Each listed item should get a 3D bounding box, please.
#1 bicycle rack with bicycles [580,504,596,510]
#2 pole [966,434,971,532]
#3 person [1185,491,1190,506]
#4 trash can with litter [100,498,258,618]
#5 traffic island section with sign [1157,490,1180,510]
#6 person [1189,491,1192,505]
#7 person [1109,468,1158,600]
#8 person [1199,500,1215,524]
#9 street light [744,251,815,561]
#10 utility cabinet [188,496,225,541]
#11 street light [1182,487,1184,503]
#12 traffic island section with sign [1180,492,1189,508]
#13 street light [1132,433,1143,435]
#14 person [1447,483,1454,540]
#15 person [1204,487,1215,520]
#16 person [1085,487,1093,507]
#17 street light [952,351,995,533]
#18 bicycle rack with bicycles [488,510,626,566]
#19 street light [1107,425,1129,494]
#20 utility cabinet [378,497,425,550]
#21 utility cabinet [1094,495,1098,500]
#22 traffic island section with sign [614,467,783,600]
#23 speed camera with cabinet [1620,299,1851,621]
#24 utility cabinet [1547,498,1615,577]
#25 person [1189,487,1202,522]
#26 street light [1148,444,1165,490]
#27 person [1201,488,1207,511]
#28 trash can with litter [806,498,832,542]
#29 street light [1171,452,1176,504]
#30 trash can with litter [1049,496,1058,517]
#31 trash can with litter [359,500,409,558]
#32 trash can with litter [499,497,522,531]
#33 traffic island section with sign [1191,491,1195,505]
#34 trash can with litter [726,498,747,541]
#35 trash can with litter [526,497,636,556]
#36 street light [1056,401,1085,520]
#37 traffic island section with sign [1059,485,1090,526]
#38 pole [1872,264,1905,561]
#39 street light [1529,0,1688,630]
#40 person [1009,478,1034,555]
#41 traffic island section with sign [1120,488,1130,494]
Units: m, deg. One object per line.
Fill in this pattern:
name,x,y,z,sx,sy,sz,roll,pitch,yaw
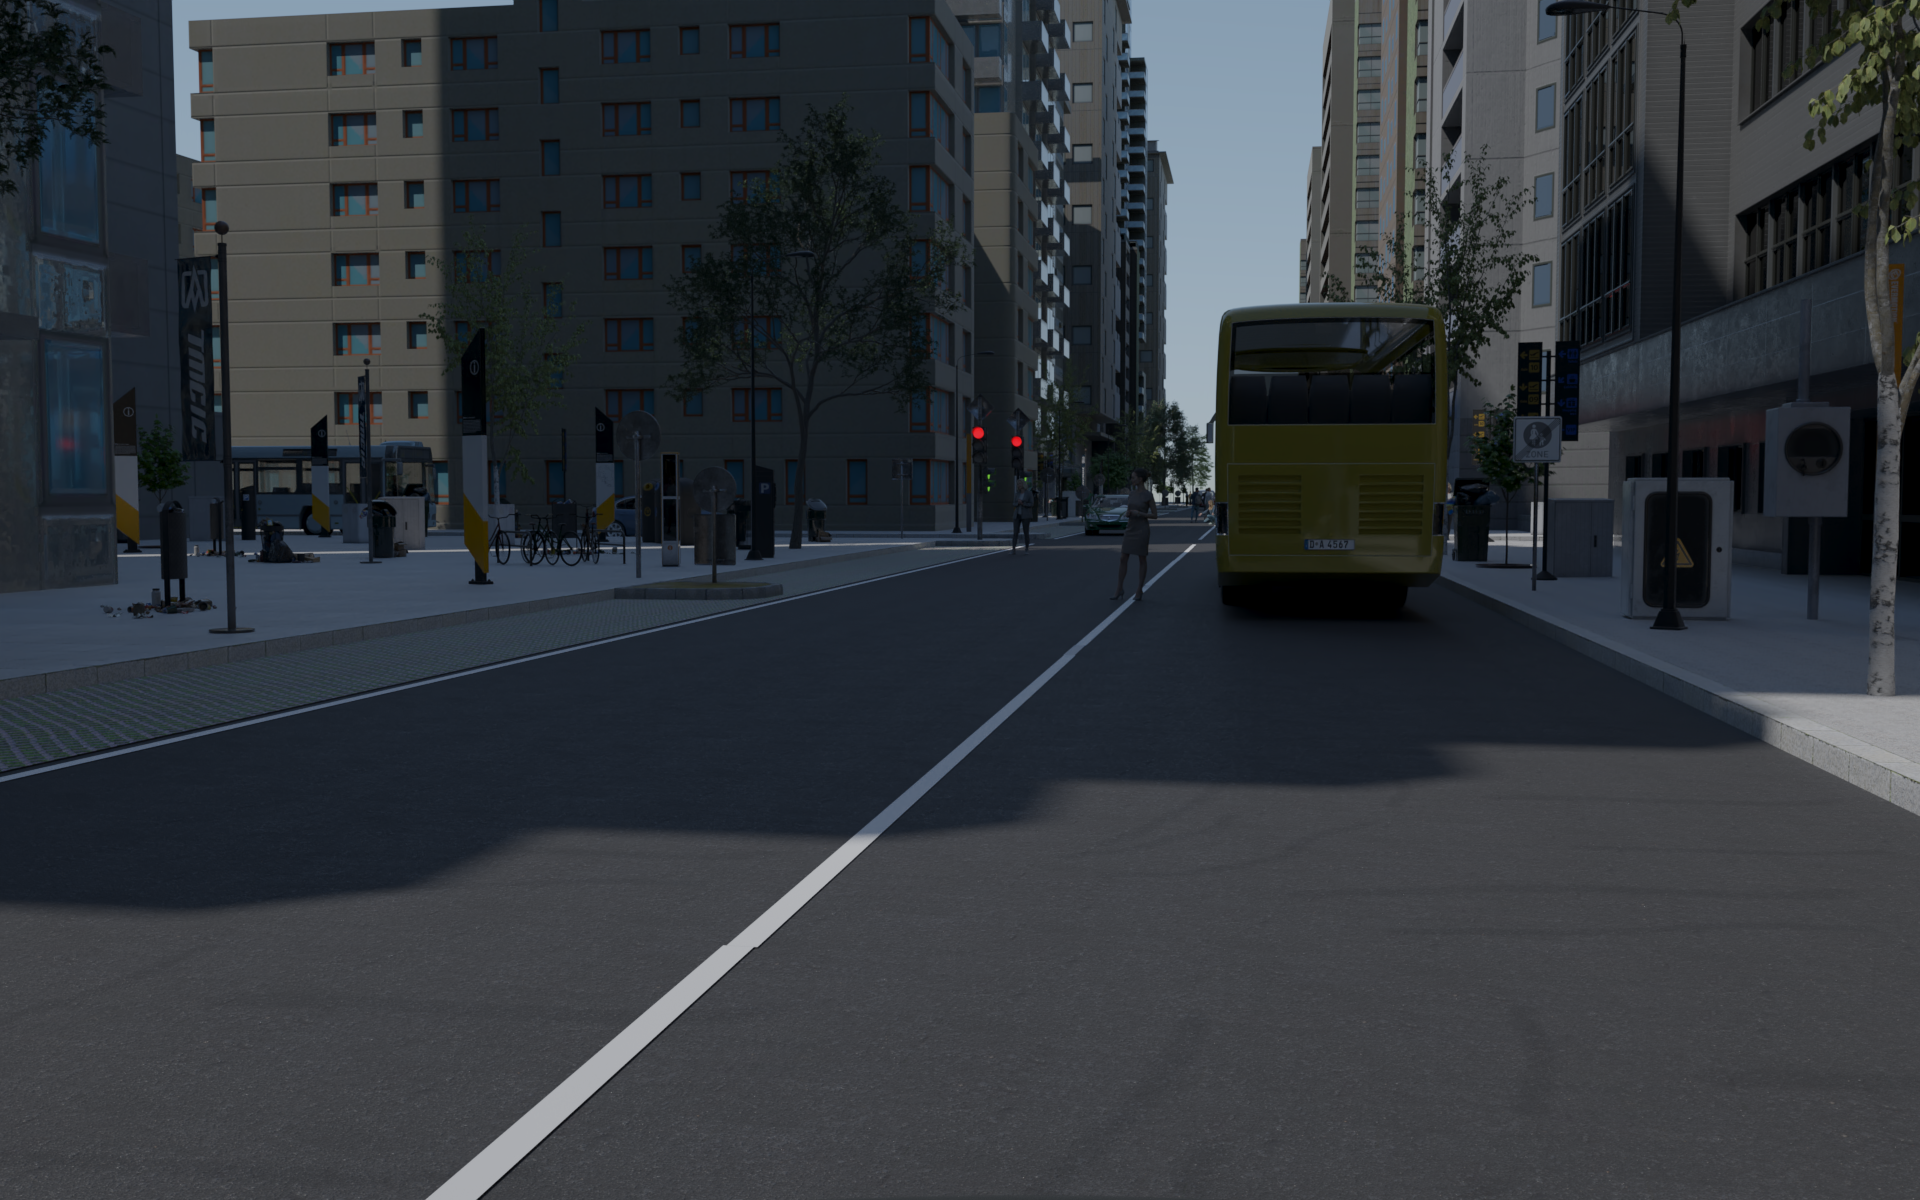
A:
bicycle rack with bicycles,-11.993,-2.851,59.999,2.852,0.926,2.925,0,4,-4
pole,0.300,-3.965,58.669,0.158,3.312,0.155,0,3,0
person,24.575,-10.864,186.852,0.721,1.736,1.217,2,4,28
trash can with litter,-8.798,-0.477,18.856,1.678,1.210,2.233,0,4,-7
traffic island section with sign,18.421,-8.947,154.910,1.989,1.847,2.006,1,4,10
person,28.966,-12.808,218.000,1.348,1.812,0.705,-3,5,-41
person,2.347,-0.888,23.366,0.599,1.781,0.374,3,5,43
person,11.862,-4.163,82.064,0.738,1.151,1.012,-1,4,-19
street light,-3.463,-3.718,33.328,1.470,5.913,1.316,1,4,10
utility cabinet,-20.389,-2.197,47.079,1.020,1.237,0.306,0,4,-4
street light,26.961,-14.767,213.977,1.470,5.913,1.316,1,4,10
traffic island section with sign,22.898,-10.573,181.493,1.989,1.847,2.006,1,4,10
street light,13.216,-9.751,131.972,1.470,5.913,1.316,1,4,10
person,14.733,-2.661,52.191,0.537,1.800,0.526,0,4,7
person,13.412,-5.187,93.537,0.641,1.798,0.478,-1,4,-22
person,6.102,-4.552,83.175,0.600,1.795,0.529,0,4,7
street light,0.433,-5.136,56.507,1.470,5.913,1.316,1,4,10
bicycle rack with bicycles,-7.393,-1.123,31.746,2.852,0.926,2.925,-2,4,-32
street light,10.475,-8.775,116.018,1.470,5.913,1.316,1,4,10
utility cabinet,-12.844,-1.754,39.840,1.020,1.237,0.306,1,4,12
utility cabinet,8.663,-5.969,108.749,0.306,1.237,1.020,1,4,17
traffic island section with sign,-3.566,-0.956,24.258,1.989,1.847,2.006,1,4,10
speed camera with cabinet,7.885,-1.426,17.657,2.038,3.252,0.660,1,4,12
utility cabinet,9.602,-0.959,26.847,1.020,1.237,0.306,-1,4,-12
person,11.903,-4.811,87.506,0.623,1.781,0.721,0,4,3
street light,18.096,-11.562,161.585,1.470,5.913,1.316,1,4,10
person,17.792,-7.165,125.416,0.659,1.850,0.755,3,4,37
trash can with litter,-3.712,-2.142,46.406,0.624,1.170,1.055,-2,4,-29
street light,23.096,-13.359,190.957,1.470,5.913,1.316,1,4,10
trash can with litter,5.382,-5.305,98.129,0.624,1.170,1.055,1,4,9
trash can with litter,-11.623,-1.445,35.020,0.624,1.170,1.055,0,4,8
trash can with litter,-15.621,-2.977,60.057,1.055,1.170,0.624,2,4,31
traffic island section with sign,32.133,-13.933,236.428,1.989,1.847,2.006,1,4,10
trash can with litter,-6.251,-2.171,46.888,1.055,1.170,0.624,2,4,27
trash can with litter,-8.020,-1.576,36.828,2.233,1.210,1.678,0,4,-7
street light,5.519,-6.982,86.694,1.470,5.913,1.316,1,4,10
traffic island section with sign,5.586,-4.280,78.605,1.989,1.847,2.006,1,4,10
pole,8.289,-1.323,15.480,0.158,3.312,0.155,0,3,0
street light,6.209,-2.682,16.388,1.470,5.913,1.316,1,4,10
person,1.475,-1.974,40.959,0.537,1.800,0.526,2,4,34
traffic island section with sign,10.086,-5.915,105.334,1.989,1.847,2.006,1,4,10
